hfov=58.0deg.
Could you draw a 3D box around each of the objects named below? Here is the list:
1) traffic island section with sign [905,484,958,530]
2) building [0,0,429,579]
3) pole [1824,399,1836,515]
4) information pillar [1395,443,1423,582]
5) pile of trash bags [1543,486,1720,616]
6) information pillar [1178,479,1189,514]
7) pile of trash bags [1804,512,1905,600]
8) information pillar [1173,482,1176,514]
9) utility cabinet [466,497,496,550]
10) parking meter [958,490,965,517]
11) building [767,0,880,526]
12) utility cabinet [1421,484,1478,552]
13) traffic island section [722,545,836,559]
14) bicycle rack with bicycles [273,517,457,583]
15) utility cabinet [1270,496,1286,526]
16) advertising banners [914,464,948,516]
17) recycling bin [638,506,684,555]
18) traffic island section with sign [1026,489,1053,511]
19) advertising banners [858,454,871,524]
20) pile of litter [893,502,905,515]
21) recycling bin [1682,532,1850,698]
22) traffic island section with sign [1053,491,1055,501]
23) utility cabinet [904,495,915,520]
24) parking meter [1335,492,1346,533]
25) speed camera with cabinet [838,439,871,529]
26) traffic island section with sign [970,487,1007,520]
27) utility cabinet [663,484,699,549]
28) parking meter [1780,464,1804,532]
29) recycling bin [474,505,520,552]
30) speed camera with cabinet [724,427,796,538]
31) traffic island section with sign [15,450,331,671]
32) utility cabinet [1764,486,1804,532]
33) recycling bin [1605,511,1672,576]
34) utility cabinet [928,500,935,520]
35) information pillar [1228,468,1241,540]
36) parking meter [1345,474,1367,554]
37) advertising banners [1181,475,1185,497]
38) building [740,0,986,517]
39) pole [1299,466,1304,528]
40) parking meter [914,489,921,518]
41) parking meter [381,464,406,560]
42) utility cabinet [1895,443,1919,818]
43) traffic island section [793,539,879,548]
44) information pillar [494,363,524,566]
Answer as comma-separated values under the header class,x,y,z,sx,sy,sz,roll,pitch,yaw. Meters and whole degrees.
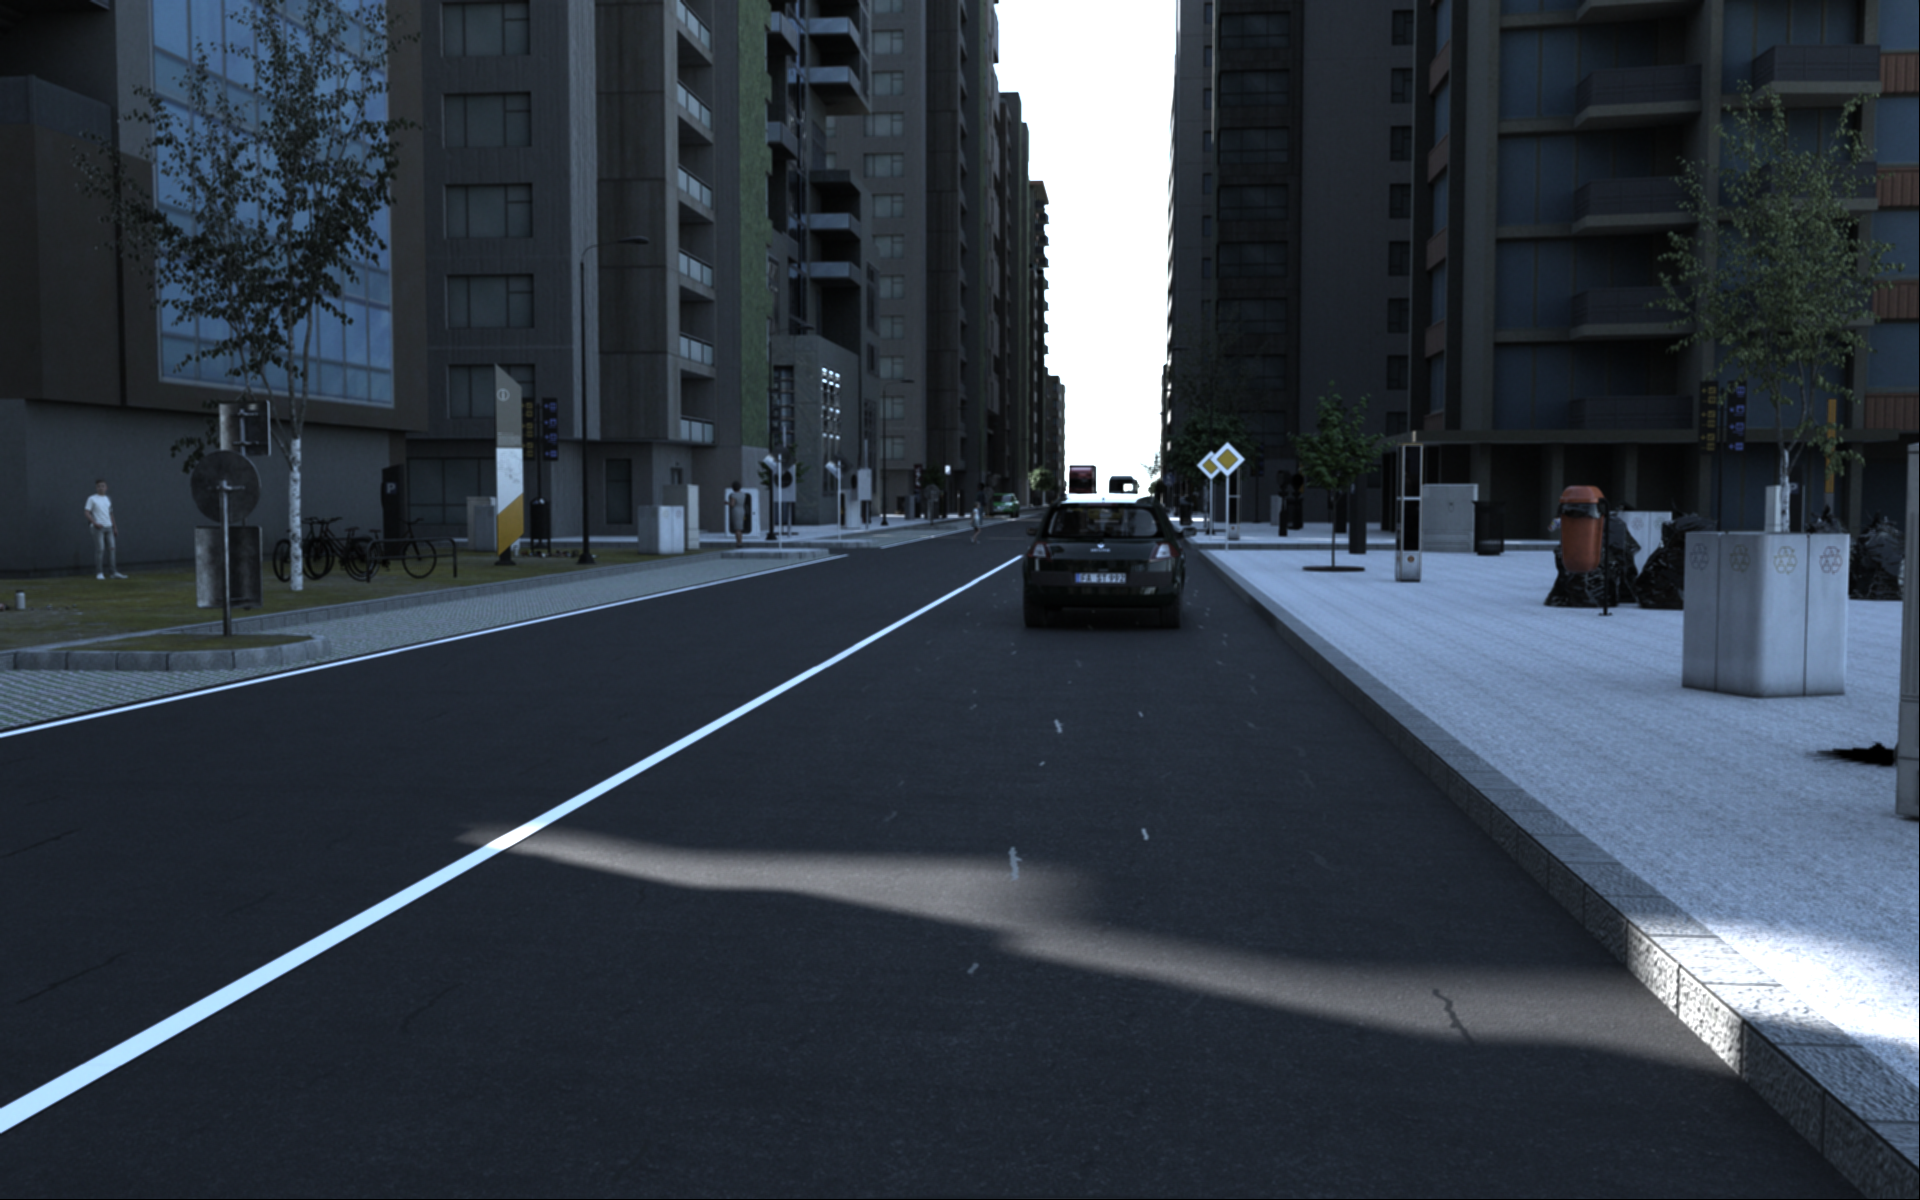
class,x,y,z,sx,sy,sz,roll,pitch,yaw
traffic island section with sign,-1.114,-3.730,69.611,1.989,1.847,2.006,0,4,6
building,-19.945,-23.380,32.379,14.200,45.320,14.600,0,4,6
pole,18.665,-2.650,37.178,0.158,3.312,0.155,0,3,0
information pillar,6.552,-1.271,25.281,0.304,2.012,0.304,0,4,-1
pile of trash bags,7.520,-0.600,19.561,1.912,1.369,3.447,3,4,38
information pillar,10.975,-4.880,84.286,0.304,2.012,0.304,3,5,43
pile of trash bags,11.731,-0.701,21.216,1.912,1.369,3.447,0,4,-5
information pillar,13.649,-6.402,109.171,0.304,2.012,0.304,-3,4,-36
utility cabinet,-10.882,-1.741,39.632,1.020,1.237,0.306,3,5,44
parking meter,0.084,-5.492,98.199,0.372,1.533,0.369,0,3,0
building,-15.316,-47.197,84.343,22.319,86.520,31.000,0,4,6
utility cabinet,10.760,-1.801,38.127,1.173,1.500,0.318,2,4,34
traffic island section,-4.132,-1.050,39.448,2.009,0.180,2.903,0,4,6
bicycle rack with bicycles,-9.143,-0.782,26.168,2.852,0.926,2.925,2,4,28
utility cabinet,12.899,-3.609,70.161,0.306,1.237,1.020,2,4,31
advertising banners,-1.687,-6.359,100.155,2.074,3.025,0.090,1,4,15
recycling bin,-6.362,-1.486,36.844,0.722,1.027,0.722,3,5,39
traffic island section with sign,6.592,-8.453,146.826,1.989,1.847,2.006,0,4,6
advertising banners,-4.170,-4.855,75.566,0.090,3.025,2.074,-1,4,-17
pile of litter,-3.581,-5.653,106.394,1.176,0.858,1.719,3,4,36
recycling bin,5.234,0.078,11.276,0.722,1.027,0.722,-1,4,-17
traffic island section with sign,9.281,-10.093,173.647,1.989,1.847,2.006,0,4,6
utility cabinet,-2.504,-4.605,86.457,0.306,1.237,1.020,-1,4,-16
parking meter,12.463,-3.124,56.782,0.399,1.863,0.255,0,4,-7
speed camera with cabinet,-3.873,-4.221,63.344,0.660,3.252,2.038,-2,4,-25
traffic island section with sign,1.620,-5.406,97.008,1.989,1.847,2.006,0,4,6
utility cabinet,-6.444,-1.918,40.044,0.318,1.500,1.173,-3,4,-38
parking meter,16.269,-1.724,33.892,0.399,1.863,0.255,2,4,28
recycling bin,-10.325,-1.595,38.633,0.722,1.027,0.722,2,4,33
speed camera with cabinet,-5.841,-3.443,50.627,2.038,3.252,0.660,0,4,-2
traffic island section with sign,-6.582,-0.382,14.870,1.989,1.847,2.006,0,4,6
utility cabinet,21.494,-2.233,45.189,1.173,1.500,0.318,-2,4,-30
recycling bin,9.735,-0.758,24.954,0.722,1.027,0.722,0,4,-8
utility cabinet,-1.399,-4.618,84.183,0.318,1.500,1.173,0,4,-3
information pillar,7.625,-2.672,48.175,0.304,2.012,0.304,1,4,19
parking meter,8.534,-1.923,37.146,0.255,1.863,0.399,-1,4,-11
advertising banners,9.551,-4.781,74.351,0.090,3.025,2.074,1,4,11
building,-5.862,-26.411,115.422,14.154,41.232,14.086,0,4,6
pole,12.724,-4.323,64.529,0.158,3.312,0.155,0,3,0
parking meter,-2.271,-5.123,92.172,0.372,1.533,0.369,0,3,0
parking meter,-11.046,-1.716,33.760,0.399,1.863,0.255,0,4,3
utility cabinet,4.165,0.138,6.418,0.318,1.500,1.173,-3,5,-40
traffic island section,-3.338,-1.536,47.394,2.009,0.180,2.903,0,4,6
information pillar,-8.130,-2.436,31.175,0.504,3.616,0.183,-2,4,-29
